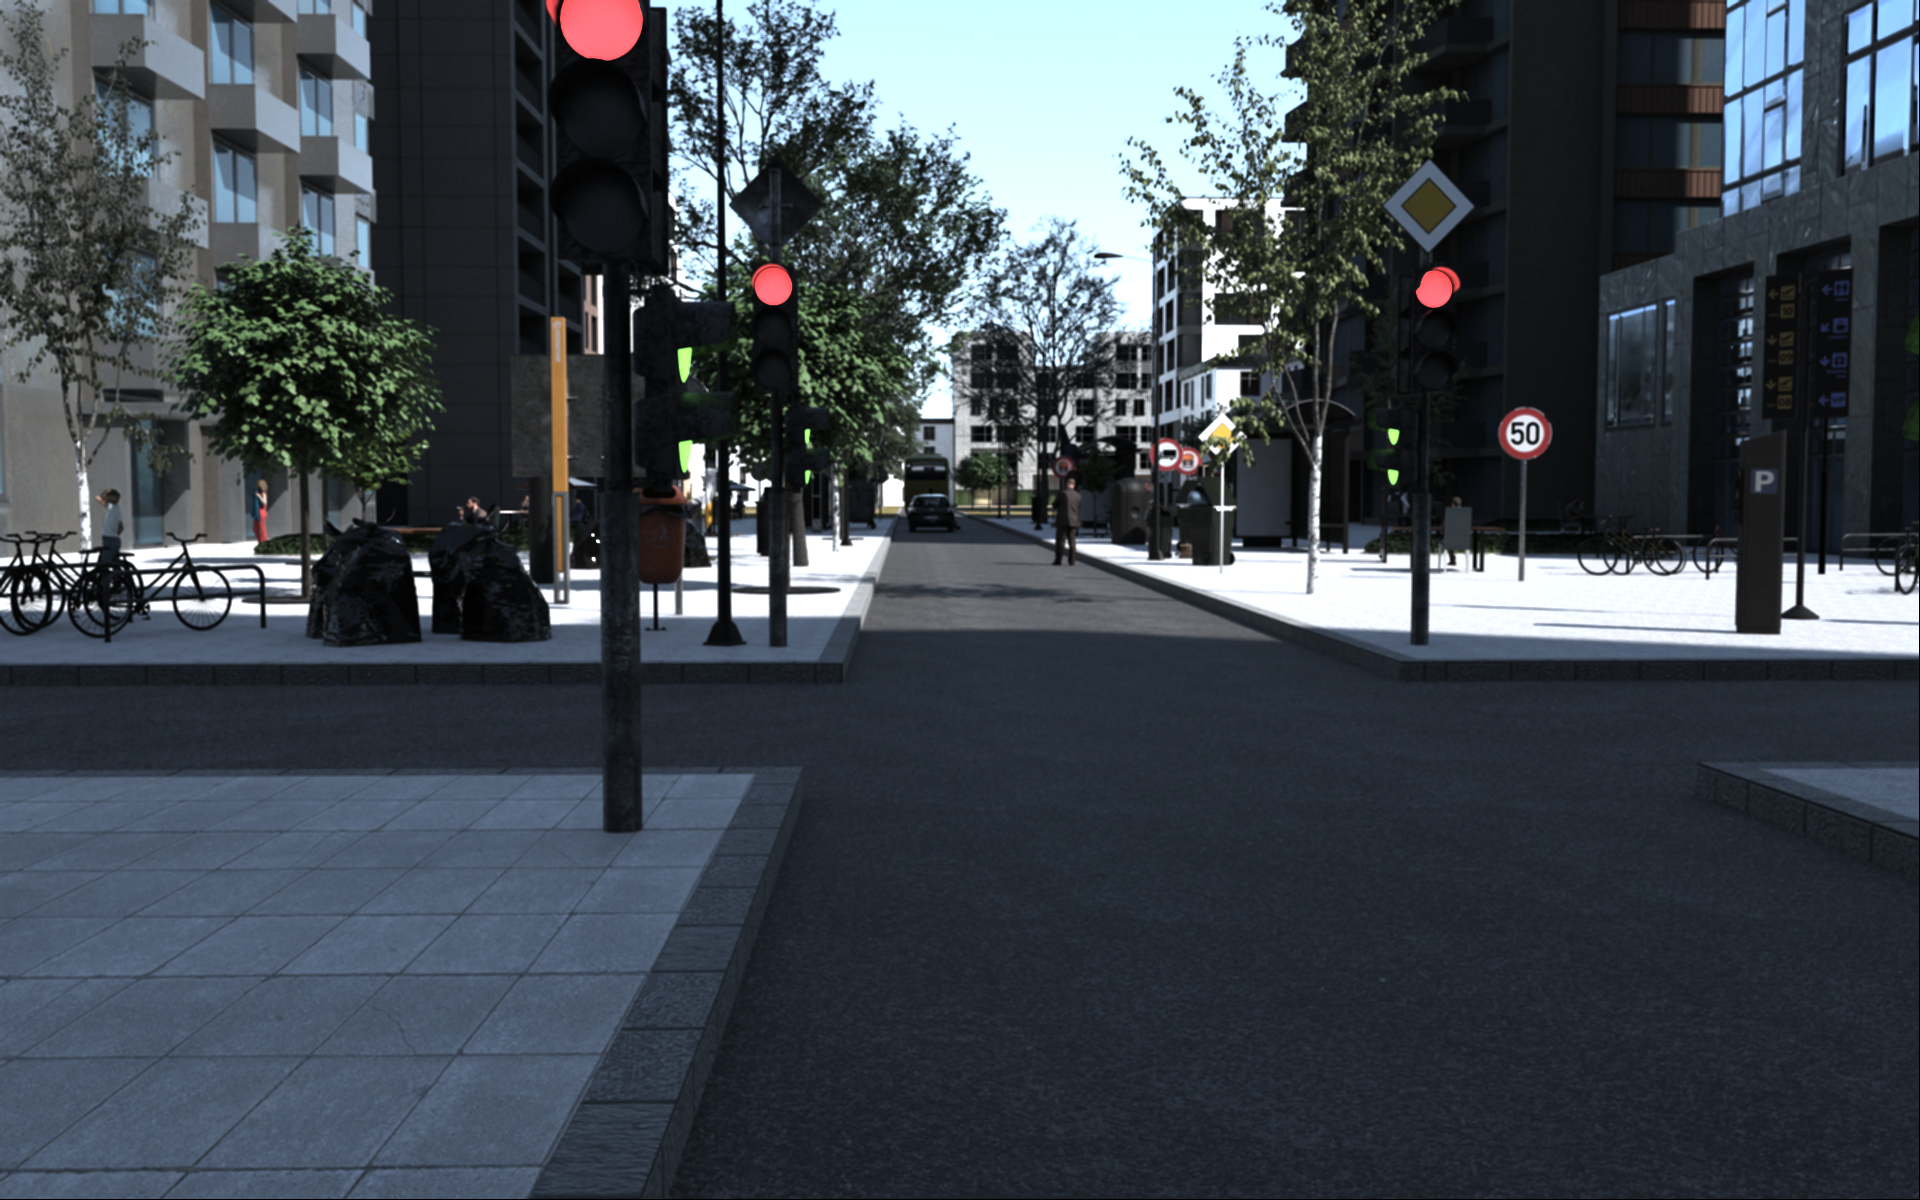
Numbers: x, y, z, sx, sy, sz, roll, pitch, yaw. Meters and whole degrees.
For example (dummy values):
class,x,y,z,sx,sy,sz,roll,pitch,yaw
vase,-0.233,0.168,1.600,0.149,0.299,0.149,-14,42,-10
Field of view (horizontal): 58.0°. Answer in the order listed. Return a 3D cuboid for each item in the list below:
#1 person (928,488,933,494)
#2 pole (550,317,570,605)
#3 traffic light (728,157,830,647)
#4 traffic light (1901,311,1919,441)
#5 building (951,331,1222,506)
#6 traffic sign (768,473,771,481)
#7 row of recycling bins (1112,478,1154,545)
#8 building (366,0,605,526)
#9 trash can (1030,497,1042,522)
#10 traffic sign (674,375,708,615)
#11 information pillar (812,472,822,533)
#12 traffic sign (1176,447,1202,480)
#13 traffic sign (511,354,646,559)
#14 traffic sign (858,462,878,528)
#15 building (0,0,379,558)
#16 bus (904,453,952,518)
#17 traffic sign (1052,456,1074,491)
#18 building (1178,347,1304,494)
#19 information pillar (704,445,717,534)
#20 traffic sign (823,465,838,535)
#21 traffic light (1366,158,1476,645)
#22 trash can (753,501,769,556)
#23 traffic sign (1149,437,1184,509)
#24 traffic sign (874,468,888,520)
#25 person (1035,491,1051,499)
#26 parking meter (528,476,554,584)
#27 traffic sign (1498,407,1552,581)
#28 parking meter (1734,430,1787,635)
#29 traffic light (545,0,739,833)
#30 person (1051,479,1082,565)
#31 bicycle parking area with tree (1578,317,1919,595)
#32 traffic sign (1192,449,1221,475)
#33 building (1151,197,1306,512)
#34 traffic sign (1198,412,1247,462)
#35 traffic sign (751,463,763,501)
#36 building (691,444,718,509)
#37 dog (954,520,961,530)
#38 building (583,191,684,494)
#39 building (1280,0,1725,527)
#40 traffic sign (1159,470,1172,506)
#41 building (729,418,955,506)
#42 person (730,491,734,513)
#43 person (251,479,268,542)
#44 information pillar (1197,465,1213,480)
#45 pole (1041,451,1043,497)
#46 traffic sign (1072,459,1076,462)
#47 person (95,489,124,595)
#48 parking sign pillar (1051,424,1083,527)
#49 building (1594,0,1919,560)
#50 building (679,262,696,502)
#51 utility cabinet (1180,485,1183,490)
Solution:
class,x,y,z,sx,sy,sz,roll,pitch,yaw
person,-1.667,-5.054,91.814,0.721,1.739,1.217,1,4,14
pole,-4.638,-1.605,20.086,0.158,3.312,0.155,0,3,0
traffic light,-1.515,-1.564,14.484,0.839,4.253,0.868,0,4,-2
traffic light,4.147,-1.086,6.684,0.839,4.253,0.868,0,4,-2
building,14.989,-20.192,196.602,31.486,18.905,16.747,0,4,-2
traffic sign,-7.730,-4.375,71.636,0.768,2.556,0.104,0,4,4
row of recycling bins,4.536,-2.347,45.484,1.069,1.692,3.534,1,4,12
building,-25.995,-39.078,77.174,20.563,71.187,20.611,0,4,-2
trash can,3.599,-4.156,79.607,0.748,1.137,0.748,0,3,0
traffic sign,-2.989,-1.115,18.339,0.768,2.556,0.104,0,4,8
information pillar,-4.754,-3.248,57.597,0.304,2.012,0.304,0,4,4
traffic sign,6.124,-2.843,46.589,0.768,2.556,0.104,0,4,6
traffic sign,-5.413,-1.918,25.233,2.265,3.308,0.079,0,4,3
traffic sign,-3.474,-3.995,65.431,0.768,2.556,0.104,0,4,5
building,-29.004,-25.973,44.273,23.786,49.044,30.456,0,4,-2
bus,-1.915,-6.856,103.642,2.896,3.916,12.252,0,4,0
traffic sign,3.452,-3.530,57.819,0.768,2.556,0.104,0,4,5
building,20.024,-10.004,105.713,9.099,9.664,28.070,0,4,-2
information pillar,-7.961,-3.907,55.230,0.183,3.616,0.504,2,4,32
traffic sign,-3.975,-3.311,54.233,0.768,2.556,0.104,0,4,7
traffic light,3.903,-1.575,14.665,0.839,4.253,0.868,0,4,-2
trash can,-3.895,-1.475,35.770,0.748,1.137,0.748,0,3,0
traffic sign,4.643,-2.381,39.035,0.768,2.556,0.104,0,4,1
traffic sign,-3.887,-5.166,84.570,0.768,2.556,0.104,0,4,7
person,6.301,-7.726,132.367,1.348,1.823,0.705,-1,4,-13
parking meter,-5.996,-1.006,24.852,0.372,1.533,0.369,0,3,0
traffic sign,8.288,-1.553,25.493,0.768,2.556,0.104,0,4,3
parking meter,7.336,-0.624,15.914,0.399,1.863,0.255,1,4,15
traffic light,-1.271,-1.075,6.503,0.839,4.253,0.868,0,4,-2
person,2.131,-1.577,34.977,0.565,1.739,0.600,-3,5,-43
bicycle parking area with tree,14.483,-2.335,25.186,9.016,4.147,8.231,0,4,-5
traffic sign,6.802,-2.930,47.906,0.884,2.594,0.081,0,4,1
building,28.562,-17.856,135.923,27.936,21.610,32.646,0,4,-2
traffic sign,4.233,-1.720,27.857,0.795,2.593,0.064,0,4,6
traffic sign,-7.870,-4.154,68.023,0.768,2.556,0.104,0,4,6
building,-34.549,-12.546,147.282,28.070,9.664,9.099,0,4,-2
dog,-0.219,-3.015,69.483,0.550,0.427,0.748,1,4,13
building,-33.091,-16.037,106.173,27.936,21.610,32.646,0,4,-2
building,26.265,-25.746,75.572,22.147,44.769,28.867,0,4,-2
traffic sign,7.635,-3.839,64.897,0.606,2.300,0.079,0,4,5
building,-14.652,-15.278,191.945,28.070,9.664,9.099,0,4,-2
person,-15.264,-6.613,114.195,0.705,1.821,1.348,-3,5,-41
person,-15.994,-1.943,39.514,0.444,1.614,0.593,-1,4,-9
information pillar,6.233,-2.421,44.075,0.304,2.012,0.304,-2,4,-24
pole,3.966,-5.407,82.249,0.158,3.312,0.155,0,3,0
traffic sign,3.841,-3.750,61.424,0.768,2.556,0.104,0,4,3
person,-10.902,-0.746,22.142,0.340,1.345,0.435,-1,4,-17
parking sign pillar,4.242,-4.814,67.182,1.447,3.967,1.447,1,4,19
building,33.211,-44.434,39.162,31.000,86.520,22.319,0,4,-2
building,-28.045,-16.632,128.355,16.016,20.091,11.380,0,4,-2
utility cabinet,5.696,-1.955,40.641,1.173,1.500,0.318,-2,4,-31
